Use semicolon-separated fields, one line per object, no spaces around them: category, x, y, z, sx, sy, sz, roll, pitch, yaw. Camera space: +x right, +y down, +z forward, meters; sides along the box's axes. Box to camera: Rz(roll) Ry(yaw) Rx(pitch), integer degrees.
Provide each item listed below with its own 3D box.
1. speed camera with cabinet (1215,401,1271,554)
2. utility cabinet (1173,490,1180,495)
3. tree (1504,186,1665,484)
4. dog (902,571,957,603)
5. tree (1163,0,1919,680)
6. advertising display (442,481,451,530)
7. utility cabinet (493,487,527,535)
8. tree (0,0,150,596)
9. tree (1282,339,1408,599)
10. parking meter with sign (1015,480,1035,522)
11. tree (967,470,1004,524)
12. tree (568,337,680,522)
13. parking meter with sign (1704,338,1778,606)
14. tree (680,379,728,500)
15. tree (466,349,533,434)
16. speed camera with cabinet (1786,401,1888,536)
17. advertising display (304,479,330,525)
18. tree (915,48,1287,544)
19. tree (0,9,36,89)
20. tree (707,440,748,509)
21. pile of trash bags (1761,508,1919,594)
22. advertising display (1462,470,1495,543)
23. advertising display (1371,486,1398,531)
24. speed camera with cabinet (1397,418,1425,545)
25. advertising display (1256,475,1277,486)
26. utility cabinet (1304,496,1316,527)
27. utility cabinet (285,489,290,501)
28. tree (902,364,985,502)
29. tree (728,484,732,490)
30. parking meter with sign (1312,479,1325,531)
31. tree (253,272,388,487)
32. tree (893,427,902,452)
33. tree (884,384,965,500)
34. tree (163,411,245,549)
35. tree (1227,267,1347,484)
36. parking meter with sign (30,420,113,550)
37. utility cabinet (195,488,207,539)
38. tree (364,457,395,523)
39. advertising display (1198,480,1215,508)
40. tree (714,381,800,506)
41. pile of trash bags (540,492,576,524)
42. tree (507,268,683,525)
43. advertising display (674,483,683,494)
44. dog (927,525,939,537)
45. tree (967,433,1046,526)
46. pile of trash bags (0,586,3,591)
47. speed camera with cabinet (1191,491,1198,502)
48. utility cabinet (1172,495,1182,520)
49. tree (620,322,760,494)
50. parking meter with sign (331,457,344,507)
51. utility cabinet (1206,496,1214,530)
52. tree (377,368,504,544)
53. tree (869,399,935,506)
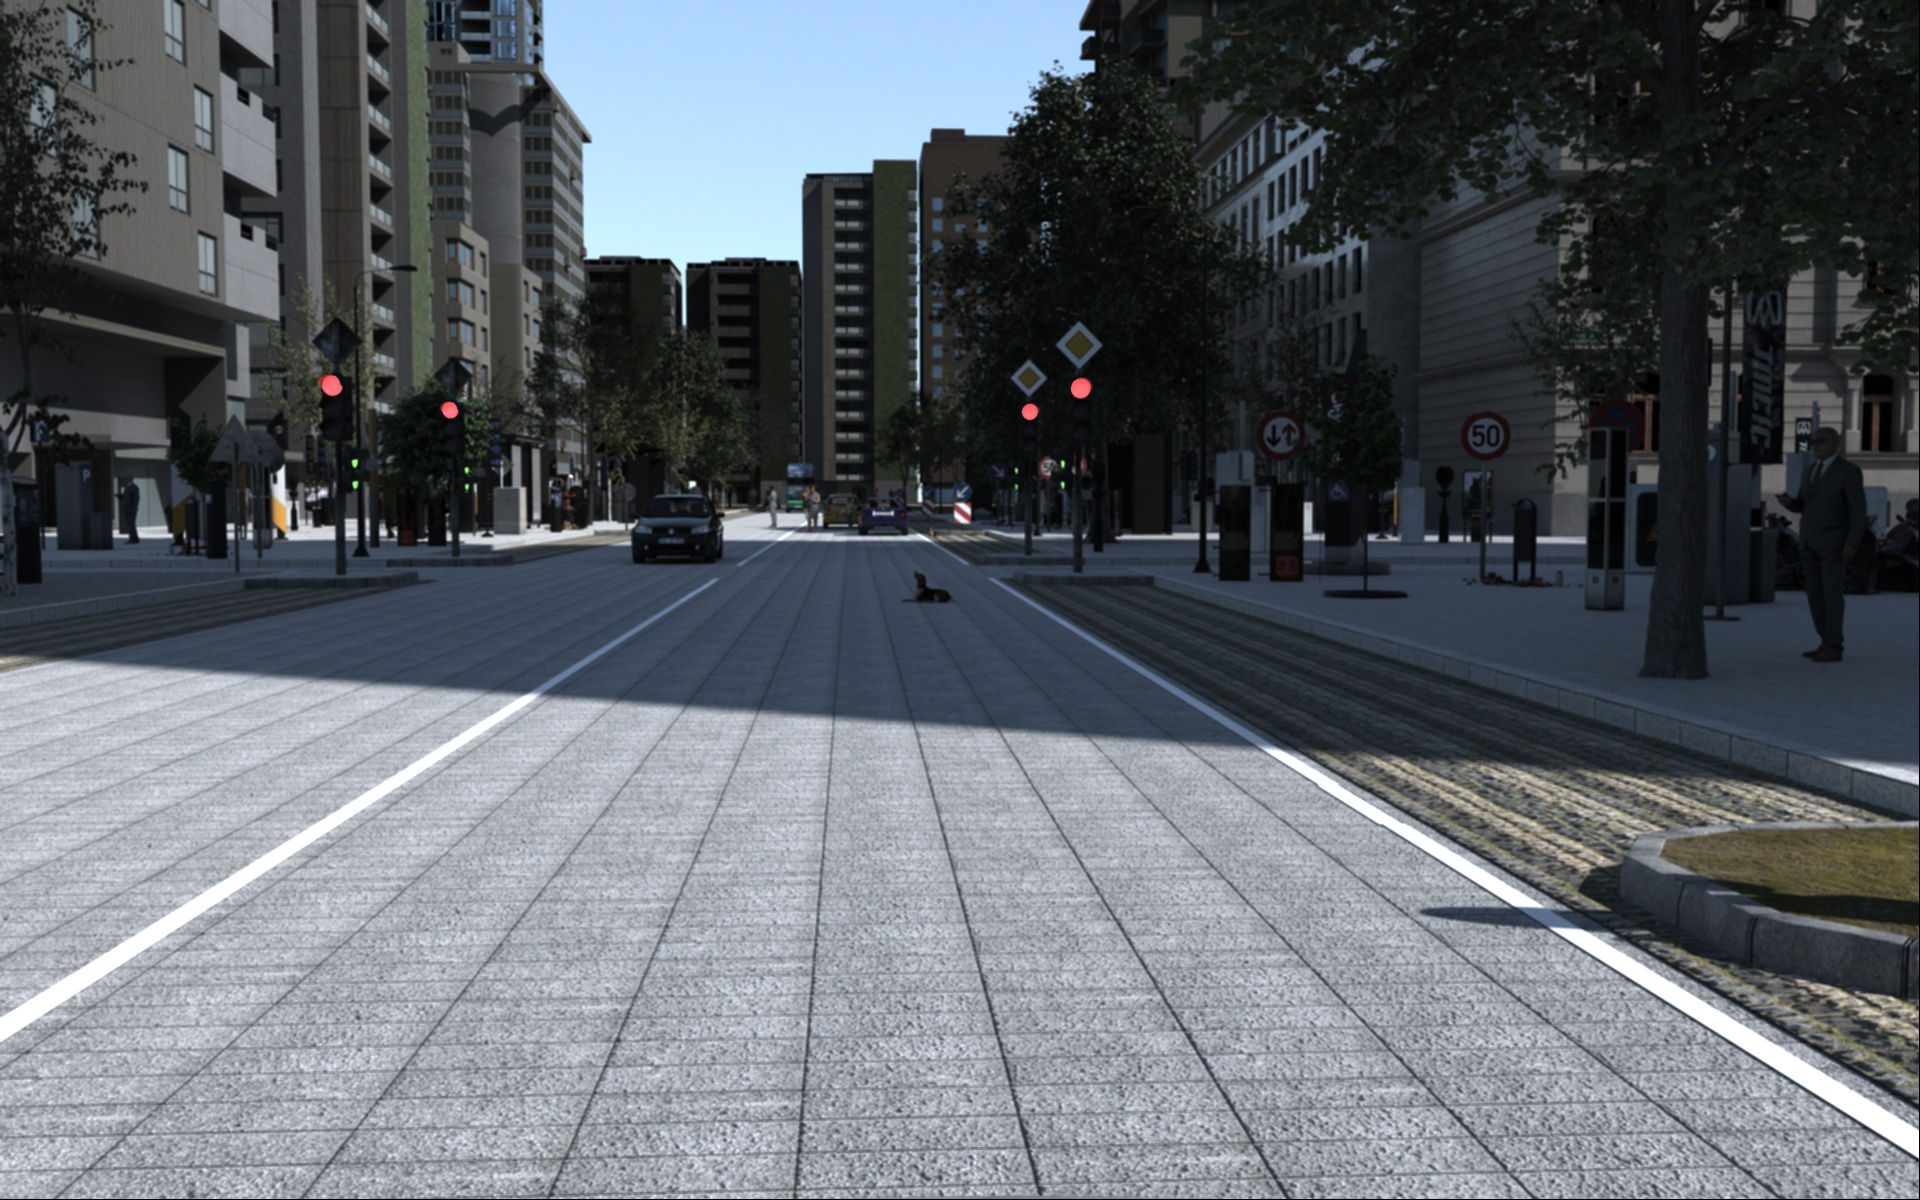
speed camera with cabinet;6.333;-2.632;37.369;0.660;3.252;2.038;3;5;44
utility cabinet;11.725;-5.382;96.679;1.173;1.500;0.318;3;5;44
tree;15.307;-5.547;41.059;4.737;8.622;4.395;0;3;0
dog;-0.401;-0.166;22.909;0.550;0.427;0.748;-2;4;-28
tree;4.949;-5.757;12.256;7.486;12.596;7.792;0;3;0
advertising display;-18.507;-3.451;61.639;0.974;1.923;0.123;2;4;28
utility cabinet;-14.145;-2.796;54.400;1.173;1.500;0.318;2;4;33
tree;-12.010;-4.341;21.344;4.360;8.622;3.978;0;3;0
tree;5.170;-1.662;21.768;1.663;3.219;1.824;0;3;0
parking meter with sign;3.105;-5.149;80.451;0.543;3.016;1.738;2;4;28
tree;1.405;-4.895;74.633;1.663;3.219;1.824;0;3;0
tree;-15.924;-7.908;79.661;4.737;8.622;4.395;0;3;0
parking meter with sign;8.845;-1.455;20.057;1.738;3.016;0.543;-3;4;-37
tree;-17.692;-9.539;106.318;4.737;8.622;4.395;0;3;0
tree;-23.573;-8.343;86.772;4.360;8.622;3.978;0;3;0
speed camera with cabinet;18.834;-2.622;37.204;2.038;3.252;0.660;-1;4;-9
advertising display;-26.692;-4.079;71.907;0.974;1.923;0.123;-1;4;-14
tree;3.641;-7.838;45.157;9.611;12.733;9.660;0;3;0
tree;-11.215;-4.009;15.913;4.737;8.622;4.395;0;3;0
tree;-20.615;-12.269;150.954;4.360;8.622;3.978;0;3;0
pile of trash bags;11.085;-0.798;22.800;3.447;1.369;1.912;-1;4;-20
advertising display;13.816;-2.506;46.190;0.123;1.923;0.974;-2;4;-34
advertising display;14.723;-3.360;60.149;0.974;1.923;0.123;1;4;13
speed camera with cabinet;11.612;-3.075;44.618;0.660;3.252;2.038;1;4;10
advertising display;10.637;-3.355;60.074;0.123;1.923;0.974;-2;4;-30
utility cabinet;13.414;-3.398;66.711;0.306;1.237;1.020;2;4;25
utility cabinet;-31.163;-4.293;78.873;1.173;1.500;0.318;-1;4;-16
tree;-0.067;-9.049;98.319;4.737;8.622;4.395;0;3;0
tree;-18.480;-10.920;128.903;4.737;8.622;4.395;0;3;0
parking meter with sign;12.719;-3.906;60.122;1.738;3.016;0.543;-1;4;-10
tree;-20.682;-6.516;56.906;4.737;8.622;4.395;0;3;0
tree;-1.985;-10.817;127.220;4.737;8.622;4.395;0;3;0
tree;-3.111;-13.050;147.787;7.601;10.594;8.767;-2;4;-32
tree;-17.635;-2.819;40.698;1.663;3.219;1.824;0;3;0
tree;10.773;-6.511;56.822;4.360;8.622;3.978;0;3;0
parking meter with sign;-20.419;-2.669;39.898;1.738;3.016;0.543;1;4;10
utility cabinet;-21.332;-2.471;49.072;0.318;1.500;1.173;-1;4;-11
tree;-25.628;-5.005;76.428;1.663;3.219;1.824;0;3;0
advertising display;11.299;-4.539;79.421;0.974;1.923;0.123;-3;4;-37
tree;-22.561;-16.948;187.477;12.009;13.543;11.850;0;3;0
pile of trash bags;-17.932;-3.934;74.065;1.912;1.369;3.447;3;5;44
tree;-14.905;-8.353;70.987;7.601;10.594;8.767;-1;4;-18
advertising display;-16.589;-5.923;102.054;0.123;1.923;0.974;-2;4;-34
dog;-0.846;-2.310;57.969;0.748;0.427;0.550;-2;4;-27
tree;1.959;-5.306;70.466;4.285;4.588;4.351;0;3;0
pile of trash bags;-13.266;-0.700;21.197;1.912;1.369;3.447;-1;4;-8
speed camera with cabinet;12.972;-5.800;89.172;2.038;3.252;0.660;1;4;21
utility cabinet;10.500;-4.567;85.825;1.020;1.237;0.306;1;4;9
tree;-18.223;-12.161;115.834;9.611;12.733;9.660;0;3;0
parking meter with sign;-29.780;-5.293;82.798;0.543;3.016;1.738;-2;4;-24
utility cabinet;8.844;-3.086;61.612;0.306;1.237;1.020;1;4;12
tree;-13.628;-3.764;45.254;4.285;4.588;4.351;0;3;0
tree;-5.942;-15.959;186.682;9.928;11.665;9.643;0;3;0
